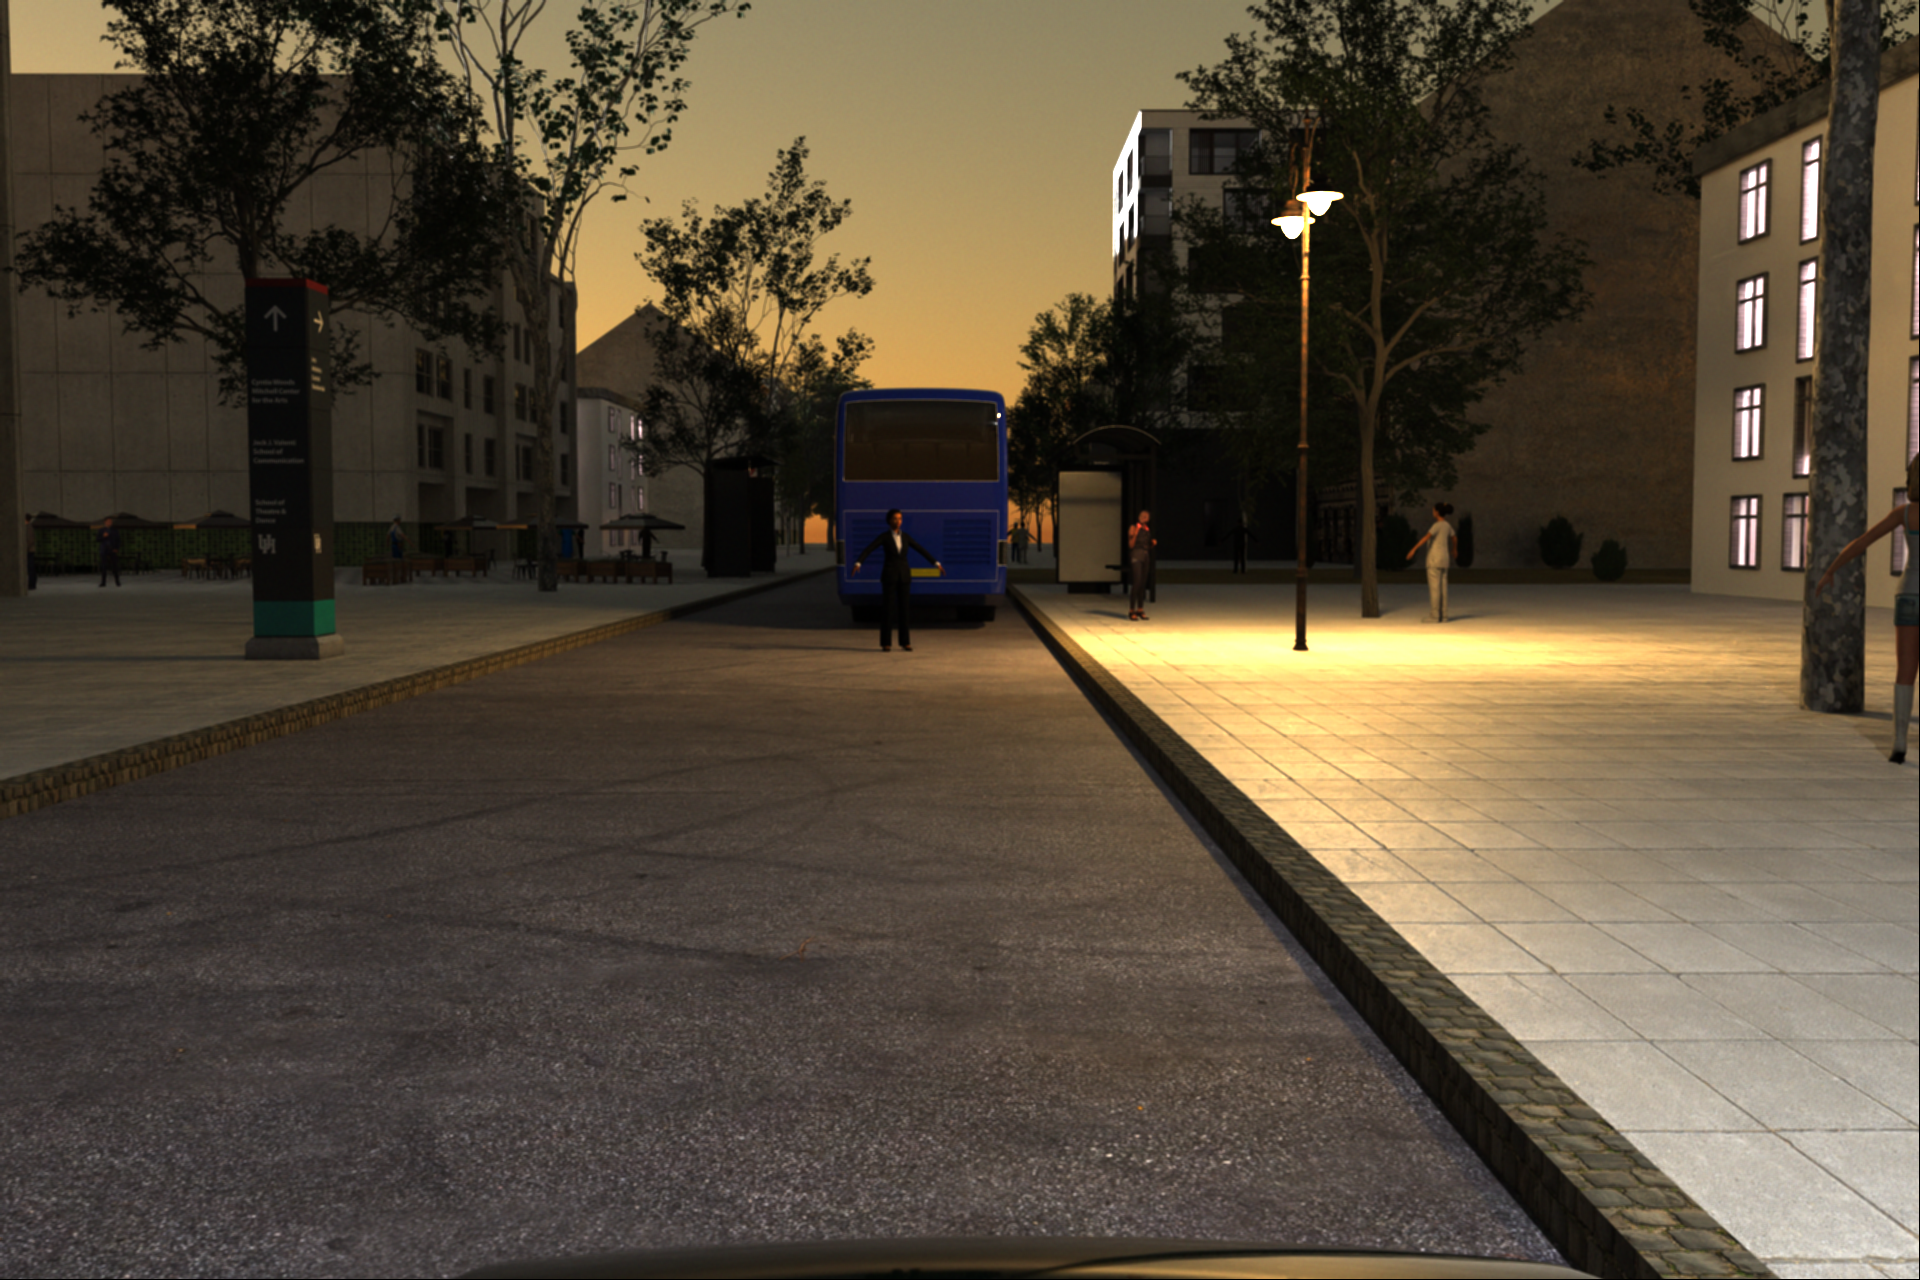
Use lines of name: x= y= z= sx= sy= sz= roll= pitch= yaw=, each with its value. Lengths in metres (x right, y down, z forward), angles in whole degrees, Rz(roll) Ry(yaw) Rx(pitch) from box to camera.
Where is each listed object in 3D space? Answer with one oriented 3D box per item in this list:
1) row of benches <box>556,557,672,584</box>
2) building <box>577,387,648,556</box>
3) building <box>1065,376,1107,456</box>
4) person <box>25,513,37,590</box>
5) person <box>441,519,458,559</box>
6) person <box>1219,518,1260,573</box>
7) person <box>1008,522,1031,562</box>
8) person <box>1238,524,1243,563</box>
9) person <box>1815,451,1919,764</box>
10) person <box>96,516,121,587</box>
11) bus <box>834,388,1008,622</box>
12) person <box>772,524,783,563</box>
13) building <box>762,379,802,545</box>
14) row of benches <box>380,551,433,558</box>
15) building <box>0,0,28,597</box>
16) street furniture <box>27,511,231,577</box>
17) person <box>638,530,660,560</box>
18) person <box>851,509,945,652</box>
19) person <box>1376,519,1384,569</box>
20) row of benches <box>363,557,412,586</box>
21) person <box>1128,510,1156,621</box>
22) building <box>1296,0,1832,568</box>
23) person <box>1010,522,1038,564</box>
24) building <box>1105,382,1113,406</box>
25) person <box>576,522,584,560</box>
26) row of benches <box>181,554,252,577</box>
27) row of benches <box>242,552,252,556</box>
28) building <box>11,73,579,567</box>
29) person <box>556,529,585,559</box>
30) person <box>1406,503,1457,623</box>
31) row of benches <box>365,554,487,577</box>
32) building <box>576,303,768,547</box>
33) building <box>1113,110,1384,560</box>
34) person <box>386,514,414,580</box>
row of benches: x=-9.284 y=-1.843 z=45.601 sx=4.104 sy=0.672 sz=1.422 roll=2 pitch=4 yaw=35
building: x=-24.816 y=-10.468 z=113.294 sx=9.099 sy=9.664 sz=28.070 roll=0 pitch=4 yaw=1
building: x=21.741 y=-22.333 z=196.070 sx=19.493 sy=23.208 sz=18.063 roll=0 pitch=4 yaw=0
person: x=-21.598 y=-2.033 z=39.813 sx=0.750 sy=1.759 sz=0.617 roll=-1 pitch=4 yaw=-9
person: x=-19.680 y=-3.732 z=66.804 sx=0.705 sy=1.856 sz=1.354 roll=0 pitch=4 yaw=-1
person: x=9.154 y=-3.089 z=56.724 sx=1.346 sy=1.802 sz=0.704 roll=0 pitch=4 yaw=1
person: x=2.546 y=-4.448 z=78.691 sx=1.349 sy=1.833 sz=0.705 roll=1 pitch=4 yaw=16
person: x=12.236 y=-4.228 z=75.935 sx=0.721 sy=1.733 sz=1.217 roll=1 pitch=4 yaw=20
person: x=5.416 y=-0.186 z=9.652 sx=1.214 sy=1.753 sz=0.721 roll=3 pitch=5 yaw=40
person: x=-20.782 y=-2.160 z=42.275 sx=0.541 sy=1.710 sz=0.530 roll=-1 pitch=4 yaw=-15
bus: x=-0.629 y=-2.425 z=31.197 sx=2.896 sy=3.916 sz=12.251 roll=0 pitch=4 yaw=-1
person: x=-8.404 y=-4.360 z=77.414 sx=1.348 sy=1.813 sz=0.705 roll=-3 pitch=5 yaw=-43
building: x=-29.001 y=-21.117 z=211.713 sx=16.747 sy=18.905 sz=31.486 roll=0 pitch=4 yaw=0
row of benches: x=-19.634 y=-2.799 z=61.219 sx=1.422 sy=0.672 sz=4.104 roll=0 pitch=4 yaw=2
building: x=-27.595 y=-9.358 z=19.462 sx=16.747 sy=18.905 sz=31.486 roll=0 pitch=3 yaw=0
street furniture: x=-32.022 y=-2.737 z=49.782 sx=14.083 sy=1.986 sz=27.439 roll=0 pitch=4 yaw=2
person: x=-11.771 y=-3.613 z=65.217 sx=0.704 sy=1.812 sz=1.346 roll=-3 pitch=5 yaw=-43
person: x=-0.757 y=-0.730 z=21.117 sx=1.216 sy=1.740 sz=0.721 roll=-1 pitch=4 yaw=-22
person: x=15.390 y=-3.517 z=63.435 sx=0.705 sy=1.837 sz=1.347 roll=2 pitch=4 yaw=34
row of benches: x=-14.833 y=-1.800 z=44.900 sx=1.422 sy=0.672 sz=4.104 roll=-1 pitch=4 yaw=-9
person: x=2.708 y=-1.116 z=25.764 sx=0.415 sy=1.643 sz=0.593 roll=0 pitch=4 yaw=6
building: x=25.494 y=-14.848 z=73.699 sx=19.493 sy=23.208 sz=18.063 roll=0 pitch=3 yaw=0
person: x=2.729 y=-4.206 z=74.949 sx=1.347 sy=1.806 sz=0.705 roll=2 pitch=4 yaw=31
building: x=20.572 y=-20.021 z=183.768 sx=16.016 sy=20.090 sz=11.380 roll=0 pitch=4 yaw=0
person: x=-17.120 y=-4.395 z=78.046 sx=0.705 sy=1.806 sz=1.347 roll=-1 pitch=4 yaw=-21
row of benches: x=-21.737 y=-2.321 z=53.405 sx=4.104 sy=0.672 sz=1.422 roll=-2 pitch=4 yaw=-31
row of benches: x=-23.617 y=-2.719 z=59.917 sx=1.422 sy=0.672 sz=4.104 roll=0 pitch=4 yaw=8
building: x=-30.049 y=-13.223 z=82.653 sx=16.747 sy=18.905 sz=31.486 roll=0 pitch=4 yaw=0
person: x=-14.374 y=-3.504 z=63.419 sx=1.347 sy=1.817 sz=0.704 roll=-3 pitch=5 yaw=-41
person: x=6.893 y=-1.128 z=25.208 sx=1.217 sy=1.739 sz=0.721 roll=-3 pitch=5 yaw=-42
row of benches: x=-16.314 y=-2.274 z=52.646 sx=4.104 sy=0.672 sz=1.422 roll=1 pitch=4 yaw=20
building: x=-29.564 y=-20.985 z=174.039 sx=19.493 sy=23.208 sz=18.063 roll=0 pitch=4 yaw=-1
building: x=22.559 y=-15.665 z=100.092 sx=27.936 sy=21.610 sz=32.646 roll=0 pitch=3 yaw=0
person: x=-15.845 y=-2.629 z=48.834 sx=1.347 sy=1.847 sz=0.705 roll=3 pitch=5 yaw=41
